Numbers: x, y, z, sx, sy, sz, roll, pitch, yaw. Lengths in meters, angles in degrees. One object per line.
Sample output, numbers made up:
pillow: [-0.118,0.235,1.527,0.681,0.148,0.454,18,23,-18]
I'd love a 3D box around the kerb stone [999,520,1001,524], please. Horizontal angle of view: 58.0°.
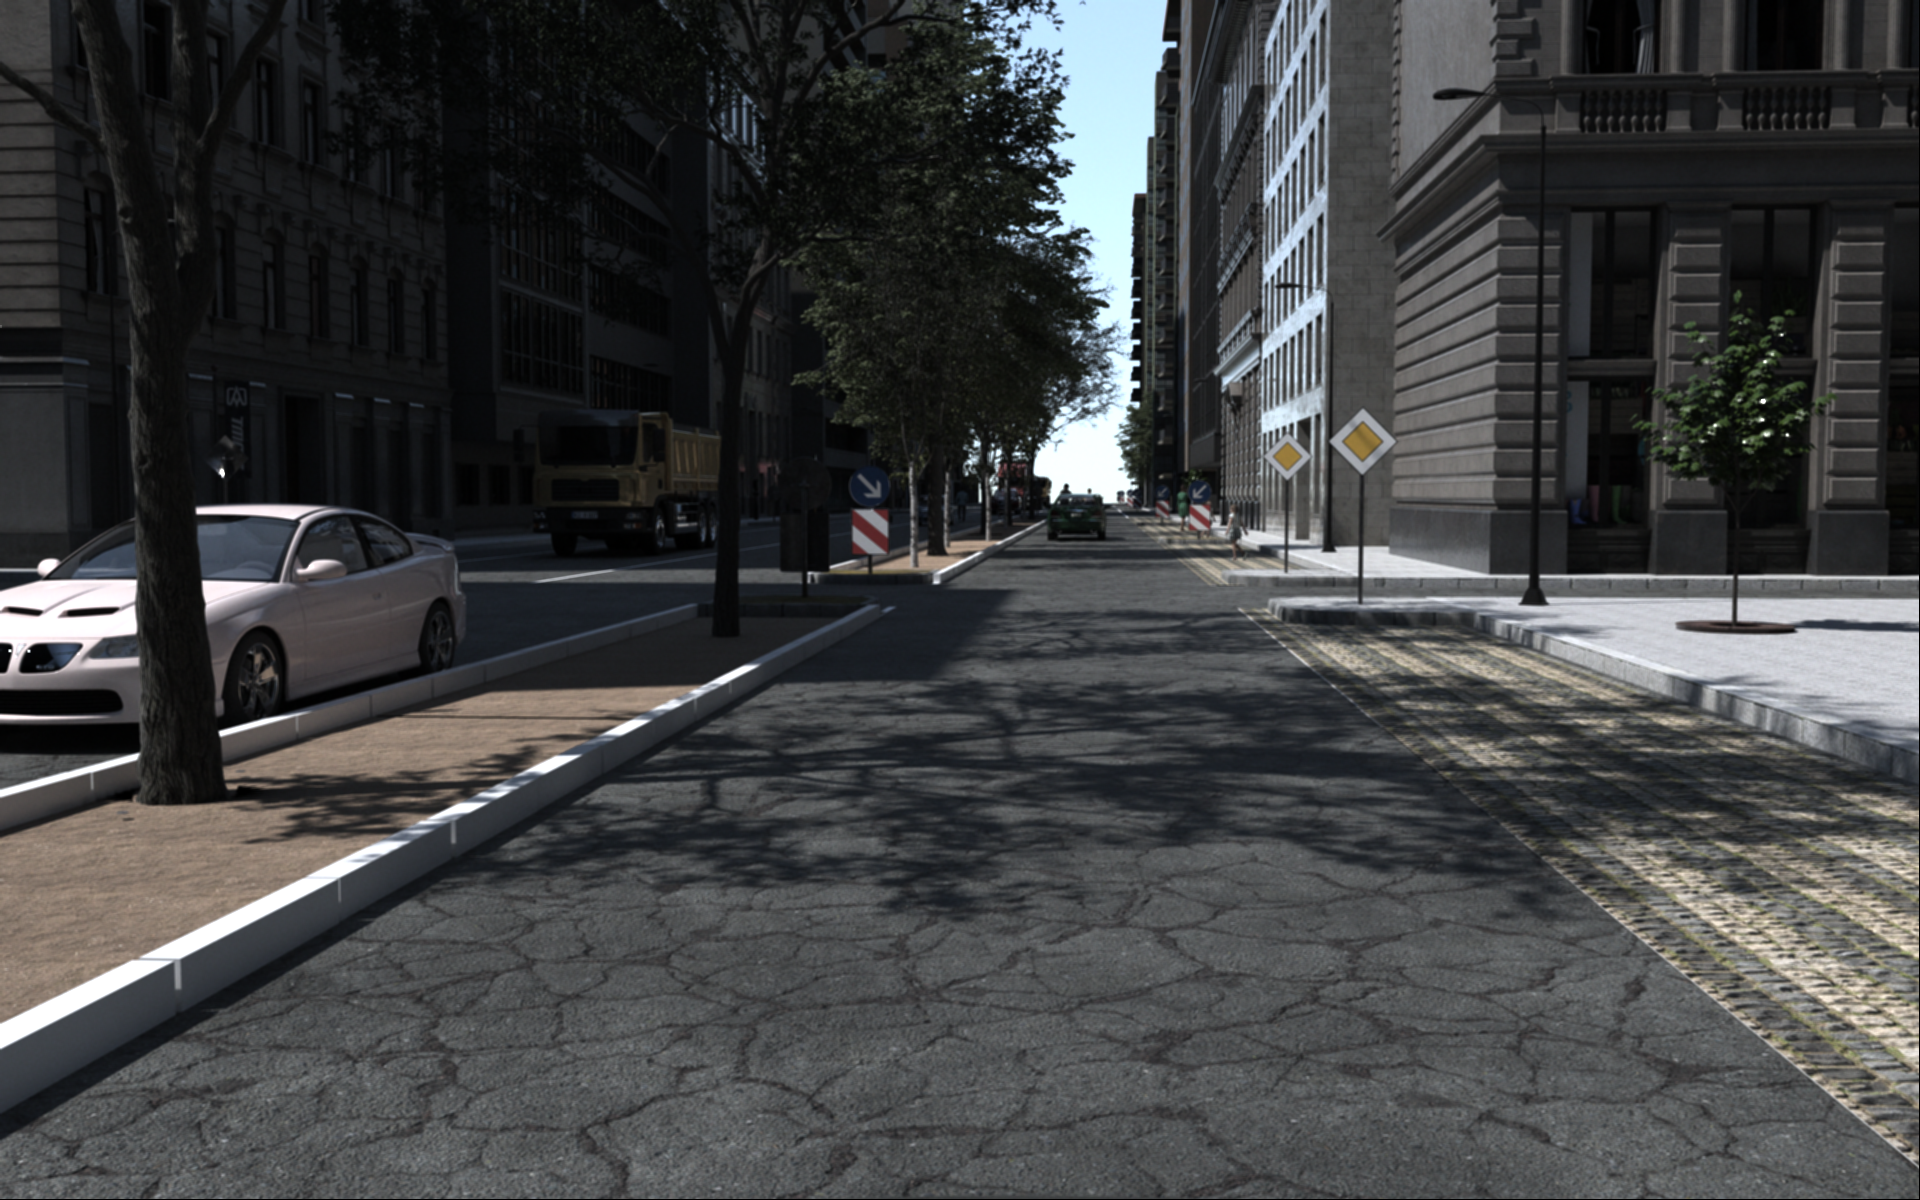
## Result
kerb stone: [1.660,-3.507,79.540,0.120,0.150,1.000,0,4,5]

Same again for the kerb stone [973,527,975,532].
kerb stone: [0.346,-2.508,63.195,0.120,0.150,1.000,0,4,5]

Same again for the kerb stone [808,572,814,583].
kerb stone: [-2.433,-0.379,28.400,0.120,0.150,1.000,0,4,5]

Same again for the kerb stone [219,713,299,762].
kerb stone: [-3.939,0.775,9.527,0.120,0.150,1.000,0,4,5]

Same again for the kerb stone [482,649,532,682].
kerb stone: [-3.608,0.527,13.609,0.120,0.150,1.000,0,4,5]

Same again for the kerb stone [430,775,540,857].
kerb stone: [-2.006,0.909,7.327,0.120,0.150,1.000,0,4,5]

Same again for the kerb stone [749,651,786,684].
kerb stone: [-1.524,0.535,13.447,0.120,0.150,1.000,0,4,5]

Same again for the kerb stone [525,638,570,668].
kerb stone: [-3.532,0.463,14.632,0.120,0.150,1.000,0,4,5]

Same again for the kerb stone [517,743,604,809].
kerb stone: [-1.930,0.847,8.346,0.120,0.150,1.000,0,4,5]

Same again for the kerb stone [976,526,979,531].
kerb stone: [0.513,-2.631,65.232,0.120,0.150,1.000,0,4,5]

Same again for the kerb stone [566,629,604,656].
kerb stone: [-3.447,0.400,15.654,0.120,0.150,1.000,0,4,5]

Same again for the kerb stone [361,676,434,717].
kerb stone: [-3.779,0.650,11.569,0.120,0.150,1.000,0,4,5]

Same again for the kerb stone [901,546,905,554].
kerb stone: [-1.456,-1.132,40.702,0.120,0.150,1.000,0,4,5]

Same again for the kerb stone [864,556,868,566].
kerb stone: [-1.935,-0.754,34.552,0.120,0.150,1.000,0,4,5]

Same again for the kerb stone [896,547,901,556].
kerb stone: [-1.527,-1.069,39.674,0.120,0.150,1.000,0,4,5]

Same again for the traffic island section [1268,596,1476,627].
traffic island section: [4.680,0.129,20.170,2.009,0.180,2.903,0,4,5]

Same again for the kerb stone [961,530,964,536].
kerb stone: [-0.060,-2.195,58.081,0.120,0.150,1.000,0,4,5]

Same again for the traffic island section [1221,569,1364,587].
traffic island section: [5.316,-0.358,28.130,2.009,0.180,2.903,0,4,5]

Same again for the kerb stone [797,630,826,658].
kerb stone: [-1.360,0.410,15.493,0.120,0.150,1.000,0,4,5]

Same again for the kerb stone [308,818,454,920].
kerb stone: [-2.097,0.973,6.306,0.120,0.150,1.000,0,4,5]

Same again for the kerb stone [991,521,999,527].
kerb stone: [1.567,-3.445,78.513,0.120,0.150,1.000,0,4,5]

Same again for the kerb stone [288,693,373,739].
kerb stone: [-3.861,0.714,10.550,0.120,0.150,1.000,0,4,5]

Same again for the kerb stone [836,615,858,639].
kerb stone: [-1.184,0.286,17.541,0.120,0.150,1.000,0,4,5]

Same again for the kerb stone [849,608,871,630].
kerb stone: [-1.111,0.222,18.561,0.120,0.150,1.000,0,4,5]

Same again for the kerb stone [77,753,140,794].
kerb stone: [-4.026,0.840,8.508,0.120,0.150,1.000,0,4,5]

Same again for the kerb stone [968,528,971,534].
kerb stone: [0.192,-2.382,61.142,0.120,0.150,1.000,0,4,5]

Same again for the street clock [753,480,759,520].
street clock: [-10.150,-4.992,86.196,0.358,2.002,0.471,0,4,5]

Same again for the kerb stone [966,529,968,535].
kerb stone: [0.100,-2.319,60.119,0.120,0.150,1.000,0,4,5]

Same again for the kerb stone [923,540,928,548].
kerb stone: [-0.954,-1.505,46.831,0.120,0.150,1.000,0,4,5]

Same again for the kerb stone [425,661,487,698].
kerb stone: [-3.695,0.587,12.591,0.120,0.150,1.000,0,4,5]

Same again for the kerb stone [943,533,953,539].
kerb stone: [-0.386,-1.942,53.985,0.120,0.150,1.000,0,4,5]

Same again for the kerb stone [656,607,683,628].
kerb stone: [-3.199,0.212,18.725,0.120,0.150,1.000,0,4,5]

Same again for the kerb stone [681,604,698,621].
kerb stone: [-3.127,0.152,19.745,0.120,0.150,1.000,0,4,5]

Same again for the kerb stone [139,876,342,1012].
kerb stone: [-2.172,1.034,5.287,0.120,0.150,1.000,0,4,5]

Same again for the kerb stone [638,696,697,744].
kerb stone: [-1.767,0.722,10.385,0.120,0.150,1.000,0,4,5]

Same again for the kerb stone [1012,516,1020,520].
kerb stone: [3.206,-4.695,98.951,0.120,0.150,1.000,0,4,5]

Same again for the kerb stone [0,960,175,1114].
kerb stone: [-2.257,1.097,4.268,0.120,0.150,1.000,0,4,5]

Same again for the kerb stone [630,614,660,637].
kerb stone: [-3.281,0.275,17.697,0.120,0.150,1.000,0,4,5]

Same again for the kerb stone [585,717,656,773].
kerb stone: [-1.845,0.785,9.366,0.120,0.150,1.000,0,4,5]

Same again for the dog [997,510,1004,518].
dog: [2.491,-5.141,103.336,0.406,0.507,0.540,3,5,40]

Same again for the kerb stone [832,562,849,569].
kerb stone: [-2.191,-0.567,31.470,0.120,0.150,1.000,0,4,5]

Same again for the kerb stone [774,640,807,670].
kerb stone: [-1.444,0.473,14.469,0.120,0.150,1.000,0,4,5]

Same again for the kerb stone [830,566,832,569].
kerb stone: [-2.347,-0.442,29.422,0.120,0.150,1.000,0,4,5]

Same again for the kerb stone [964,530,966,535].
kerb stone: [0.015,-2.257,59.100,0.120,0.150,1.000,0,4,5]

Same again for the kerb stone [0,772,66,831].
kerb stone: [-4.104,0.900,7.489,0.120,0.150,1.000,0,4,5]

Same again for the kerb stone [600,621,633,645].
kerb stone: [-3.371,0.339,16.679,0.120,0.150,1.000,0,4,5]

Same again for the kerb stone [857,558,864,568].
kerb stone: [-2.027,-0.693,33.528,0.120,0.150,1.000,0,4,5]

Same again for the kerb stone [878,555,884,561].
kerb stone: [-1.778,-0.879,36.607,0.120,0.150,1.000,0,4,5]

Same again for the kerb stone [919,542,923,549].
kerb stone: [-1.123,-1.382,44.786,0.120,0.150,1.000,0,4,5]

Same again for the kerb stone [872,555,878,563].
kerb stone: [-1.853,-0.819,35.581,0.120,0.150,1.000,0,4,5]

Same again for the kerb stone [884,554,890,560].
kerb stone: [-1.696,-0.944,37.625,0.120,0.150,1.000,0,4,5]

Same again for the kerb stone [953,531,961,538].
kerb stone: [-0.144,-2.133,57.062,0.120,0.150,1.000,0,4,5]

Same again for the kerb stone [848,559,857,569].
kerb stone: [-2.107,-0.630,32.506,0.120,0.150,1.000,0,4,5]

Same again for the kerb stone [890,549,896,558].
kerb stone: [-1.613,-1.006,38.649,0.120,0.150,1.000,0,4,5]

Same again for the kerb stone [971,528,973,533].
kerb stone: [0.272,-2.445,62.173,0.120,0.150,1.000,0,4,5]

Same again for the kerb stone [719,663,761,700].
kerb stone: [-1.600,0.597,12.427,0.120,0.150,1.000,0,4,5]

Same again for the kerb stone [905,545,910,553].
kerb stone: [-1.368,-1.194,41.730,0.120,0.150,1.000,0,4,5]

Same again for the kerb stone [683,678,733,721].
kerb stone: [-1.680,0.662,11.408,0.120,0.150,1.000,0,4,5]

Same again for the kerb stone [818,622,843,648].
kerb stone: [-1.273,0.348,16.511,0.120,0.150,1.000,0,4,5]
